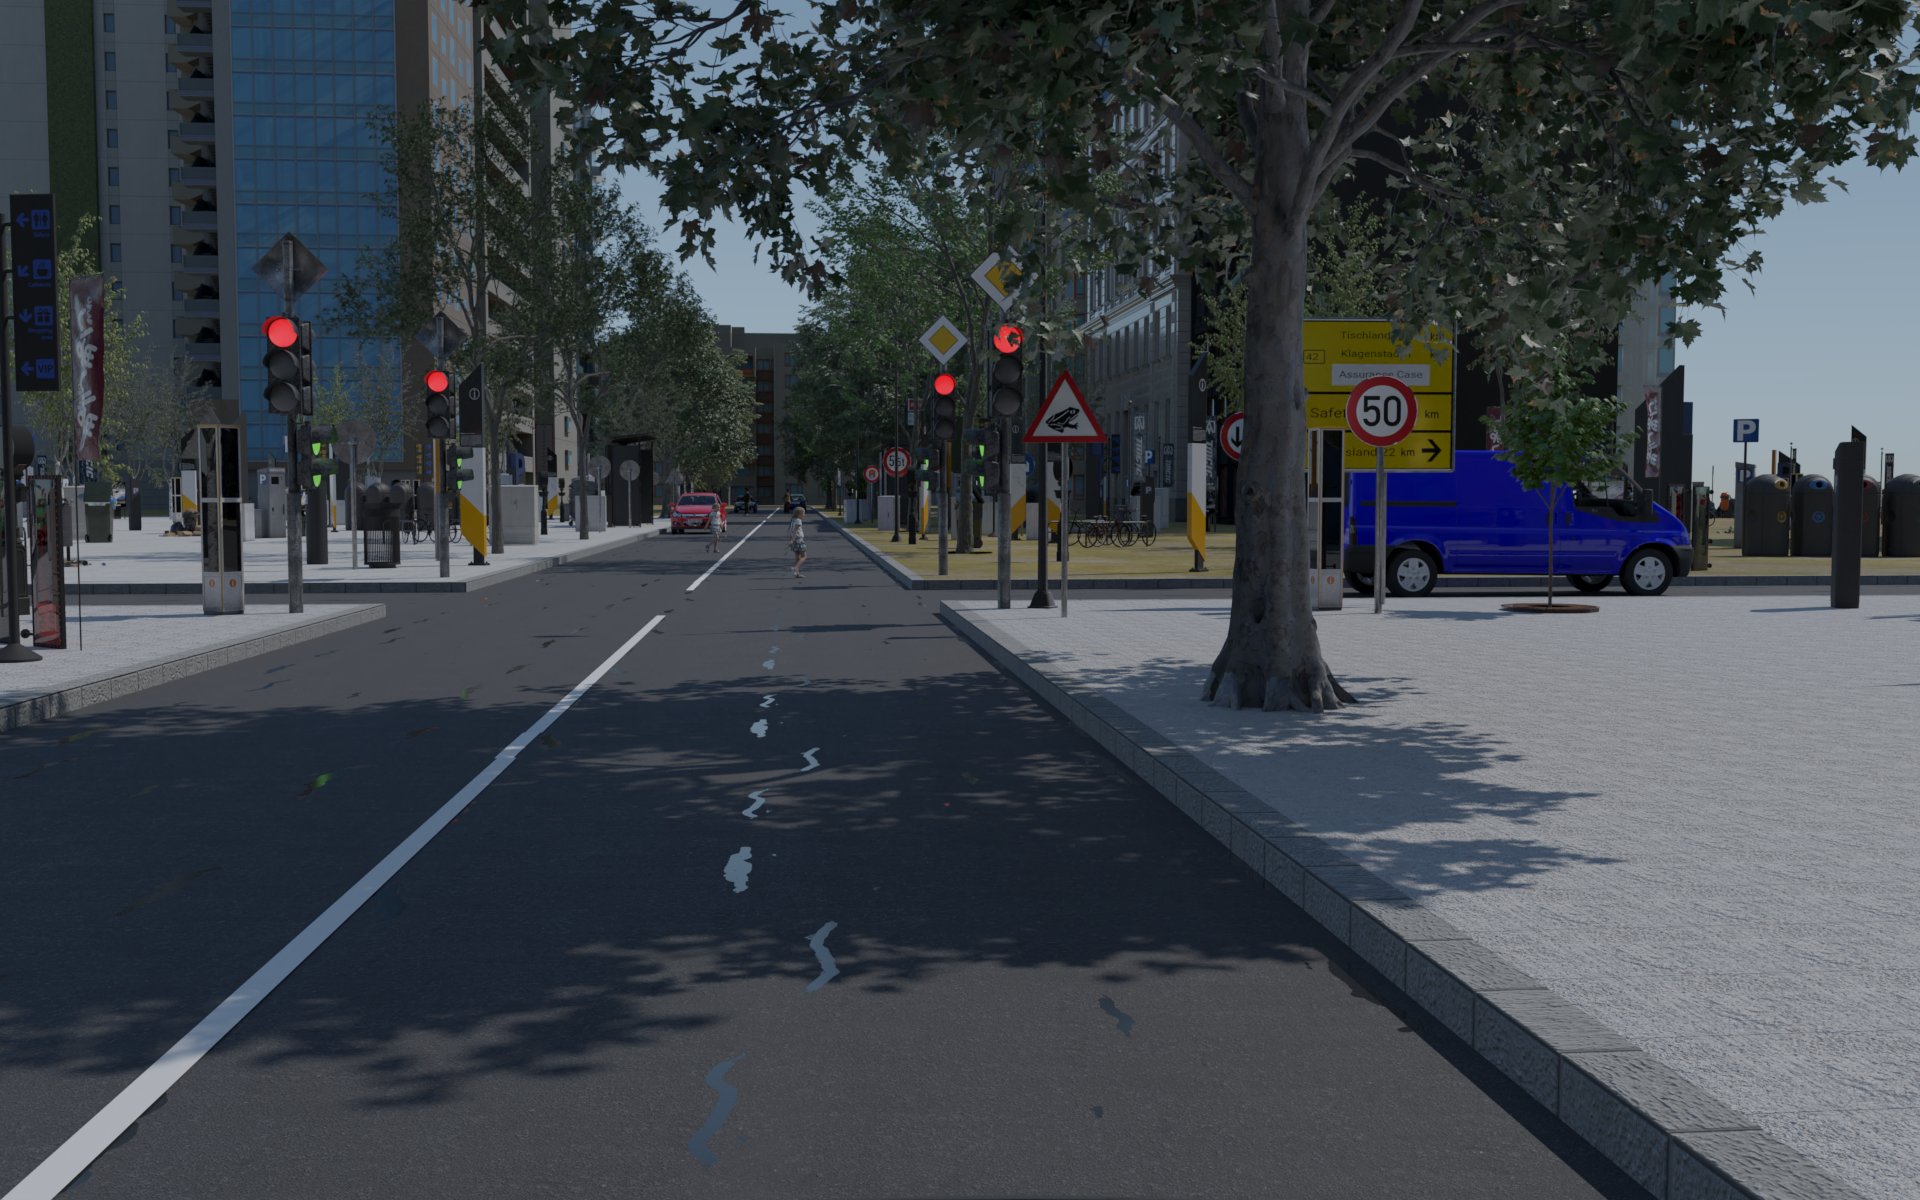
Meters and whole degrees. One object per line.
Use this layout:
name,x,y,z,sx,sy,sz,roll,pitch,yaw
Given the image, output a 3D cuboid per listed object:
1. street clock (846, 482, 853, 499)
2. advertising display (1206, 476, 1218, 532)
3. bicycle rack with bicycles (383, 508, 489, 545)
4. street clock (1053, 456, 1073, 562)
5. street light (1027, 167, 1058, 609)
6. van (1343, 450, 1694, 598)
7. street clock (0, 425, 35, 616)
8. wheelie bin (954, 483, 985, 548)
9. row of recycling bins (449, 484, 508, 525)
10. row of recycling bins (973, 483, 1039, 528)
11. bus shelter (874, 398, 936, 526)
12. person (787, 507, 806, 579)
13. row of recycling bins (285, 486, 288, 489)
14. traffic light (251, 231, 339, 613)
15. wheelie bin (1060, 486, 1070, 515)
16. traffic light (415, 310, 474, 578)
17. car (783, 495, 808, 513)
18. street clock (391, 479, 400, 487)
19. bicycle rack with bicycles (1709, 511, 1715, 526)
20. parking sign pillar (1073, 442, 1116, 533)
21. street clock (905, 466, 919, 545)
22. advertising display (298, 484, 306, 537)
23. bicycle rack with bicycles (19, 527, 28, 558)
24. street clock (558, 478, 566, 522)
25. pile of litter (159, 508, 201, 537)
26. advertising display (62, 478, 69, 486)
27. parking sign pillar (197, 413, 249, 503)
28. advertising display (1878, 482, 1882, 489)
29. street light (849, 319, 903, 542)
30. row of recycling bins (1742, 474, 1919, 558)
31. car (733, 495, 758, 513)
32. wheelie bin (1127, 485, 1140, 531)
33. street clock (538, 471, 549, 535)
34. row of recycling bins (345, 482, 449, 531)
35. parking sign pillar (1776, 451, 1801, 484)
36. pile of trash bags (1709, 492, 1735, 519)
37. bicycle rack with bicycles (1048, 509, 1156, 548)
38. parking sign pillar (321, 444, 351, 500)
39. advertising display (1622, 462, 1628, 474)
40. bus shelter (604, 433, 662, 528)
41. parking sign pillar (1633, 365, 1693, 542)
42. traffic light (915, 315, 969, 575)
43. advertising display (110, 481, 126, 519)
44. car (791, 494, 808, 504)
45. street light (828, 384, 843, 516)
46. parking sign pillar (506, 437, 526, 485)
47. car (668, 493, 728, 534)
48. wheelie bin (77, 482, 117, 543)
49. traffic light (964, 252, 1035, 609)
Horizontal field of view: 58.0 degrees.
street clock,-6.057,-5.552,95.343,0.358,2.002,0.471,-3,5,-39
advertising display,8.329,-3.280,58.847,0.974,1.923,0.123,3,5,44
bicycle rack with bicycles,-13.713,-1.940,45.104,2.852,0.926,2.925,-3,5,-41
street clock,1.956,-1.733,32.911,0.358,2.002,0.471,2,4,26
street light,0.392,-2.860,19.302,1.470,5.913,1.316,0,4,-5
van,7.657,-1.231,24.518,5.245,2.365,2.240,0,4,-7
street clock,-9.997,-0.839,18.291,0.471,2.002,0.358,2,4,29
wheelie bin,0.206,-2.029,41.086,0.693,1.594,0.980,-1,4,-9
row of recycling bins,-19.916,-3.941,71.549,3.534,1.692,1.069,1,4,21
row of recycling bins,1.779,-3.610,66.136,3.534,1.692,1.069,0,4,-8
bus shelter,-2.317,-5.648,69.984,2.179,5.291,8.768,0,4,-5
person,-2.826,-0.977,29.490,0.382,1.210,0.505,-2,4,-29
row of recycling bins,-33.480,-5.042,89.555,3.534,1.692,1.069,-2,4,-30
traffic light,-7.148,-1.814,18.579,0.839,4.253,0.868,0,4,-5
wheelie bin,3.948,-3.739,69.040,0.980,1.594,0.693,2,4,34
traffic light,-7.909,-2.300,26.528,0.839,4.253,0.868,0,4,-5
car,-12.660,-7.369,133.068,1.945,1.354,3.894,0,4,-4
street clock,-27.851,-4.954,85.569,0.471,2.002,0.358,-2,4,-29
bicycle rack with bicycles,28.272,-3.359,68.296,2.925,0.926,2.852,3,5,40
parking sign pillar,4.433,-4.183,56.870,1.447,3.967,1.447,1,4,13
street clock,-1.212,-2.416,44.066,0.358,2.002,0.471,0,4,4
advertising display,-19.778,-2.879,52.293,0.123,1.923,0.974,0,4,-1
bicycle rack with bicycles,-20.061,-1.308,34.771,2.852,0.926,2.925,-3,4,-38
street clock,-17.984,-4.505,78.229,0.358,2.002,0.471,-1,4,-21
pile of litter,-23.347,-2.361,52.568,1.719,0.858,1.176,0,4,-6
advertising display,-35.311,-3.860,68.328,0.123,1.923,0.974,-1,4,-15
parking sign pillar,-24.027,-4.189,56.968,1.447,3.967,1.447,1,4,16
advertising display,46.762,-5.122,88.953,0.974,1.923,0.123,2,4,29
street light,-2.235,-4.500,46.124,1.470,5.913,1.316,0,4,-5
row of recycling bins,17.991,-1.744,35.628,3.534,1.692,1.069,1,4,9
car,-16.387,-7.334,132.486,1.945,1.354,3.894,0,4,-6
wheelie bin,6.116,-3.091,58.445,0.980,1.594,0.693,-3,4,-36
street clock,-13.058,-3.043,54.320,0.358,2.002,0.471,-2,4,-25
row of recycling bins,-20.007,-3.296,61.010,3.534,1.692,1.069,1,4,9
parking sign pillar,51.074,-7.239,106.825,1.447,3.967,1.447,-3,5,-44
pile of trash bags,40.429,-5.035,92.079,1.912,1.369,3.447,1,4,14
bicycle rack with bicycles,3.559,-1.775,42.412,2.925,0.926,2.852,-2,4,-27
parking sign pillar,-29.770,-5.773,82.861,1.447,3.967,1.447,0,4,2
advertising display,13.090,-1.839,35.284,0.974,1.923,0.123,3,5,44
bus shelter,-13.040,-4.777,69.393,1.731,3.624,6.357,0,4,-6
parking sign pillar,14.964,-2.961,36.879,1.447,3.967,1.447,-1,4,-19
traffic light,-0.284,-2.346,27.271,0.839,4.253,0.868,0,4,-5
advertising display,-43.128,-5.099,88.576,0.123,1.923,0.974,2,4,31
car,-15.384,-9.261,163.219,2.131,1.459,4.920,0,4,-5
street light,-4.894,-6.181,73.596,1.470,5.913,1.316,0,4,-5
parking sign pillar,-21.166,-5.757,82.603,1.447,3.967,1.447,1,4,9
car,-9.537,-3.318,63.289,2.155,1.783,4.494,0,4,-4
wheelie bin,-22.735,-2.311,45.687,0.980,1.594,0.693,-1,4,-16
traffic light,0.477,-1.859,19.322,0.839,4.253,0.868,0,4,-5
